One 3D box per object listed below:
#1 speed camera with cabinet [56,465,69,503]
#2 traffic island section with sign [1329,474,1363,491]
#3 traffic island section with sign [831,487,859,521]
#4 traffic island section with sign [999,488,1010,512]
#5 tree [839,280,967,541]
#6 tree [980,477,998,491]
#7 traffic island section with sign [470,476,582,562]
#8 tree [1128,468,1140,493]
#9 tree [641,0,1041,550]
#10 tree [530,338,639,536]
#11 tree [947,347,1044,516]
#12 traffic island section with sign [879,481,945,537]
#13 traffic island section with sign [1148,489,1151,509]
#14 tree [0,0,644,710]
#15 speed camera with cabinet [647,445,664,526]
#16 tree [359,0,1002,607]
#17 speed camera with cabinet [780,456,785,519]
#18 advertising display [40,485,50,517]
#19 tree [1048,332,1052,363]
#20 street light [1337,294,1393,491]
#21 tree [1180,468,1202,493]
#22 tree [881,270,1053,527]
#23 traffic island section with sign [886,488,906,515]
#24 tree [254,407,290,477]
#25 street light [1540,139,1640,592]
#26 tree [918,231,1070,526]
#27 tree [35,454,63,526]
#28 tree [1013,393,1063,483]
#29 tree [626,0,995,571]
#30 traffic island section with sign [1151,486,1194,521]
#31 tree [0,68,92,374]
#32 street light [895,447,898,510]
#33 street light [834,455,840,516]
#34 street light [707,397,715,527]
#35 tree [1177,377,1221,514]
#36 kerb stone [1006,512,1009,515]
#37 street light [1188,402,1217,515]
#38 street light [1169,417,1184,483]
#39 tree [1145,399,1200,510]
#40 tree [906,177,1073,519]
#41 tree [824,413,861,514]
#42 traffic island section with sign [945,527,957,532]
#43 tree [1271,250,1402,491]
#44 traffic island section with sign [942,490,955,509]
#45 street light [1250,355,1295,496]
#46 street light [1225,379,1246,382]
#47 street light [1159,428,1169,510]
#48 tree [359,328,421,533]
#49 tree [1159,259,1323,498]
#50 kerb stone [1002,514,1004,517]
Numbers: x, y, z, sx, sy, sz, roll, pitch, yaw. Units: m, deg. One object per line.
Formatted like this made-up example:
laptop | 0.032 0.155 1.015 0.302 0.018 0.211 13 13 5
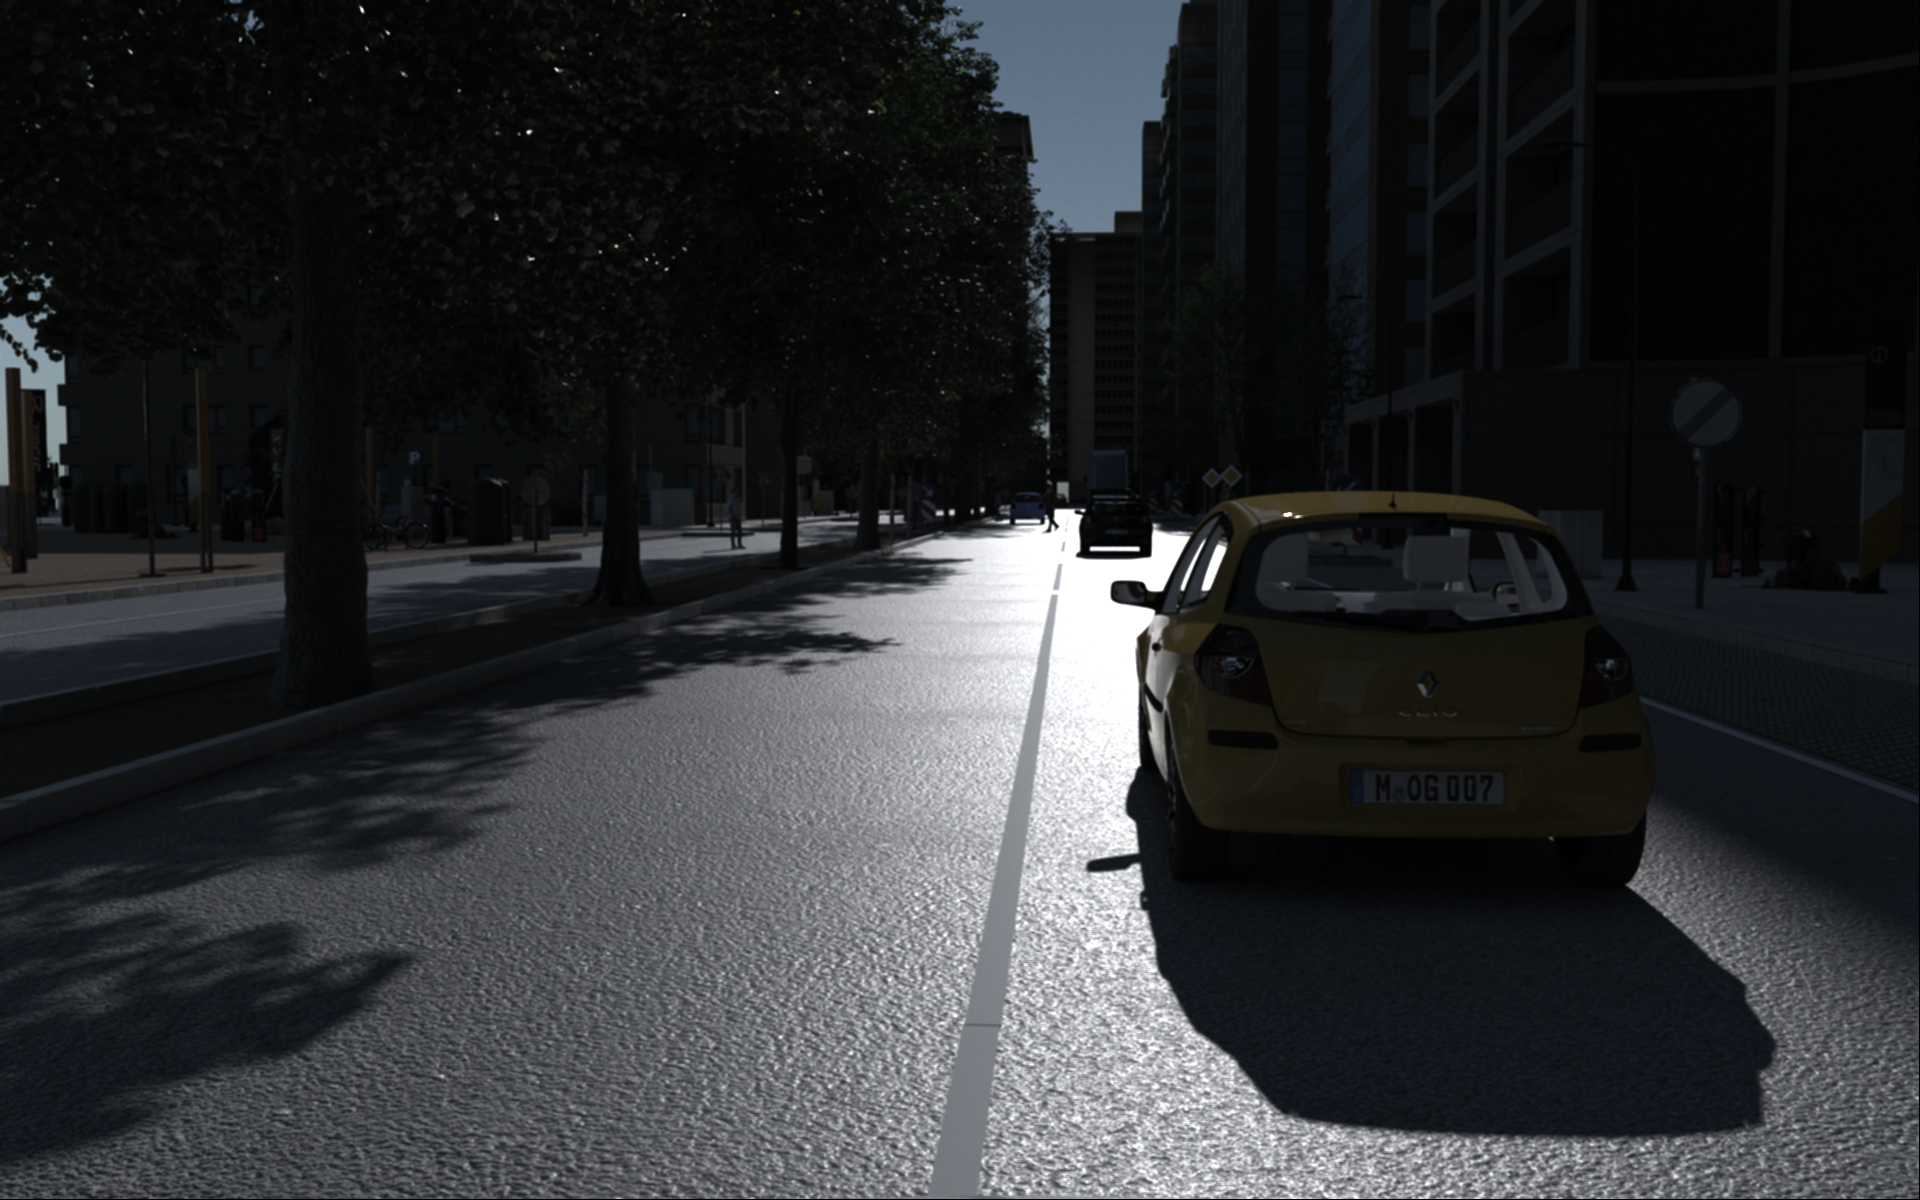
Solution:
speed camera with cabinet | -45.939 -5.865 90.230 0.660 3.252 2.038 3 4 38
traffic island section with sign | 7.604 -1.621 35.128 1.989 1.847 2.006 0 4 4
traffic island section with sign | -5.739 -5.076 91.617 1.989 1.847 2.006 0 4 4
traffic island section with sign | 3.677 -8.145 141.304 2.006 1.907 1.989 0 4 4
tree | -1.666 -6.364 56.865 4.360 8.622 3.978 0 3 0
tree | 2.599 -10.732 128.284 4.360 8.622 3.978 0 3 0
traffic island section with sign | -9.262 -1.753 37.291 1.989 1.847 2.006 0 4 4
tree | 22.342 -14.343 218.216 4.285 4.588 4.351 0 3 0
tree | -2.388 -8.263 44.220 9.857 13.997 8.962 0 3 0
tree | -11.434 -6.247 52.508 4.360 8.622 3.978 0 3 0
tree | 1.681 -11.657 111.175 7.486 12.596 7.792 0 3 0
traffic island section with sign | -1.668 -3.107 58.931 2.006 1.907 1.989 0 4 4
traffic island section with sign | 12.980 -6.683 117.891 1.989 1.847 2.006 0 4 4
tree | -4.337 -6.259 11.454 9.857 13.997 8.962 0 3 0
speed camera with cabinet | -12.212 -4.622 69.908 0.660 3.252 2.038 -1 4 -16
tree | -4.365 -6.279 22.120 9.611 12.733 9.660 0 3 0
speed camera with cabinet | -8.867 -5.751 88.364 0.660 3.252 2.038 0 4 -5
advertising display | -50.677 -5.546 95.898 0.974 1.923 0.123 3 5 39
tree | 0.284 -11.047 89.735 9.857 13.997 8.962 0 3 0
street light | 9.476 -4.151 40.413 1.470 5.913 1.316 0 4 4
tree | 16.963 -8.101 127.047 1.663 3.219 1.824 0 3 0
tree | -0.470 -8.078 68.945 8.767 10.594 7.601 0 4 4
traffic island section with sign | -3.981 -6.729 118.654 1.989 1.847 2.006 0 4 4
tree | -12.435 -2.375 33.432 1.663 3.219 1.824 0 3 0
street light | 8.293 -3.075 22.812 1.470 5.913 1.316 0 4 4
tree | -0.088 -10.147 78.738 12.009 13.543 11.850 0 3 0
tree | -37.811 -4.667 70.908 1.663 3.219 1.824 0 3 0
tree | 2.354 -12.252 119.777 9.611 12.733 9.660 0 3 0
tree | -3.139 -6.365 32.277 9.928 11.665 9.643 0 3 0
traffic island section with sign | 11.240 -5.038 90.992 1.989 1.847 2.006 0 4 4
tree | -12.948 -4.366 21.743 4.737 8.622 4.395 0 3 0
street light | -4.486 -10.072 137.223 1.470 5.913 1.316 0 4 4
street light | -6.758 -7.938 102.322 1.470 5.913 1.316 0 4 4
street light | -9.111 -5.773 66.936 1.470 5.913 1.316 0 4 4
tree | 15.613 -9.679 108.609 4.360 8.622 3.978 0 3 0
kerb stone | 2.987 -5.657 114.691 0.120 0.150 1.000 0 4 4
street light | 12.364 -7.014 87.217 1.470 5.913 1.316 0 4 4
street light | 13.541 -8.075 104.573 1.470 5.913 1.316 0 4 4
tree | 16.570 -11.314 135.346 4.737 8.622 4.395 0 3 0
tree | -0.183 -14.836 100.913 12.611 20.169 13.585 0 3 0
tree | -7.216 -9.900 112.227 4.737 8.622 4.395 0 3 0
traffic island section with sign | -1.178 -3.559 66.322 2.006 1.907 1.989 0 4 4
tree | 11.383 -6.293 53.256 4.360 8.622 3.978 0 3 0
traffic island section with sign | -0.717 -9.802 168.895 1.989 1.847 2.006 0 4 4
street light | 10.557 -5.213 57.775 1.470 5.913 1.316 0 4 4
street light | 11.380 -5.952 69.849 1.470 5.913 1.316 0 4 4
street light | 14.665 -9.137 121.932 1.470 5.913 1.316 0 4 4
tree | -19.252 -6.540 57.285 4.360 8.622 3.978 0 3 0
tree | 12.518 -9.278 77.449 9.928 11.665 9.643 0 3 0
kerb stone | 2.466 -5.153 106.499 0.120 0.150 1.000 0 4 4
